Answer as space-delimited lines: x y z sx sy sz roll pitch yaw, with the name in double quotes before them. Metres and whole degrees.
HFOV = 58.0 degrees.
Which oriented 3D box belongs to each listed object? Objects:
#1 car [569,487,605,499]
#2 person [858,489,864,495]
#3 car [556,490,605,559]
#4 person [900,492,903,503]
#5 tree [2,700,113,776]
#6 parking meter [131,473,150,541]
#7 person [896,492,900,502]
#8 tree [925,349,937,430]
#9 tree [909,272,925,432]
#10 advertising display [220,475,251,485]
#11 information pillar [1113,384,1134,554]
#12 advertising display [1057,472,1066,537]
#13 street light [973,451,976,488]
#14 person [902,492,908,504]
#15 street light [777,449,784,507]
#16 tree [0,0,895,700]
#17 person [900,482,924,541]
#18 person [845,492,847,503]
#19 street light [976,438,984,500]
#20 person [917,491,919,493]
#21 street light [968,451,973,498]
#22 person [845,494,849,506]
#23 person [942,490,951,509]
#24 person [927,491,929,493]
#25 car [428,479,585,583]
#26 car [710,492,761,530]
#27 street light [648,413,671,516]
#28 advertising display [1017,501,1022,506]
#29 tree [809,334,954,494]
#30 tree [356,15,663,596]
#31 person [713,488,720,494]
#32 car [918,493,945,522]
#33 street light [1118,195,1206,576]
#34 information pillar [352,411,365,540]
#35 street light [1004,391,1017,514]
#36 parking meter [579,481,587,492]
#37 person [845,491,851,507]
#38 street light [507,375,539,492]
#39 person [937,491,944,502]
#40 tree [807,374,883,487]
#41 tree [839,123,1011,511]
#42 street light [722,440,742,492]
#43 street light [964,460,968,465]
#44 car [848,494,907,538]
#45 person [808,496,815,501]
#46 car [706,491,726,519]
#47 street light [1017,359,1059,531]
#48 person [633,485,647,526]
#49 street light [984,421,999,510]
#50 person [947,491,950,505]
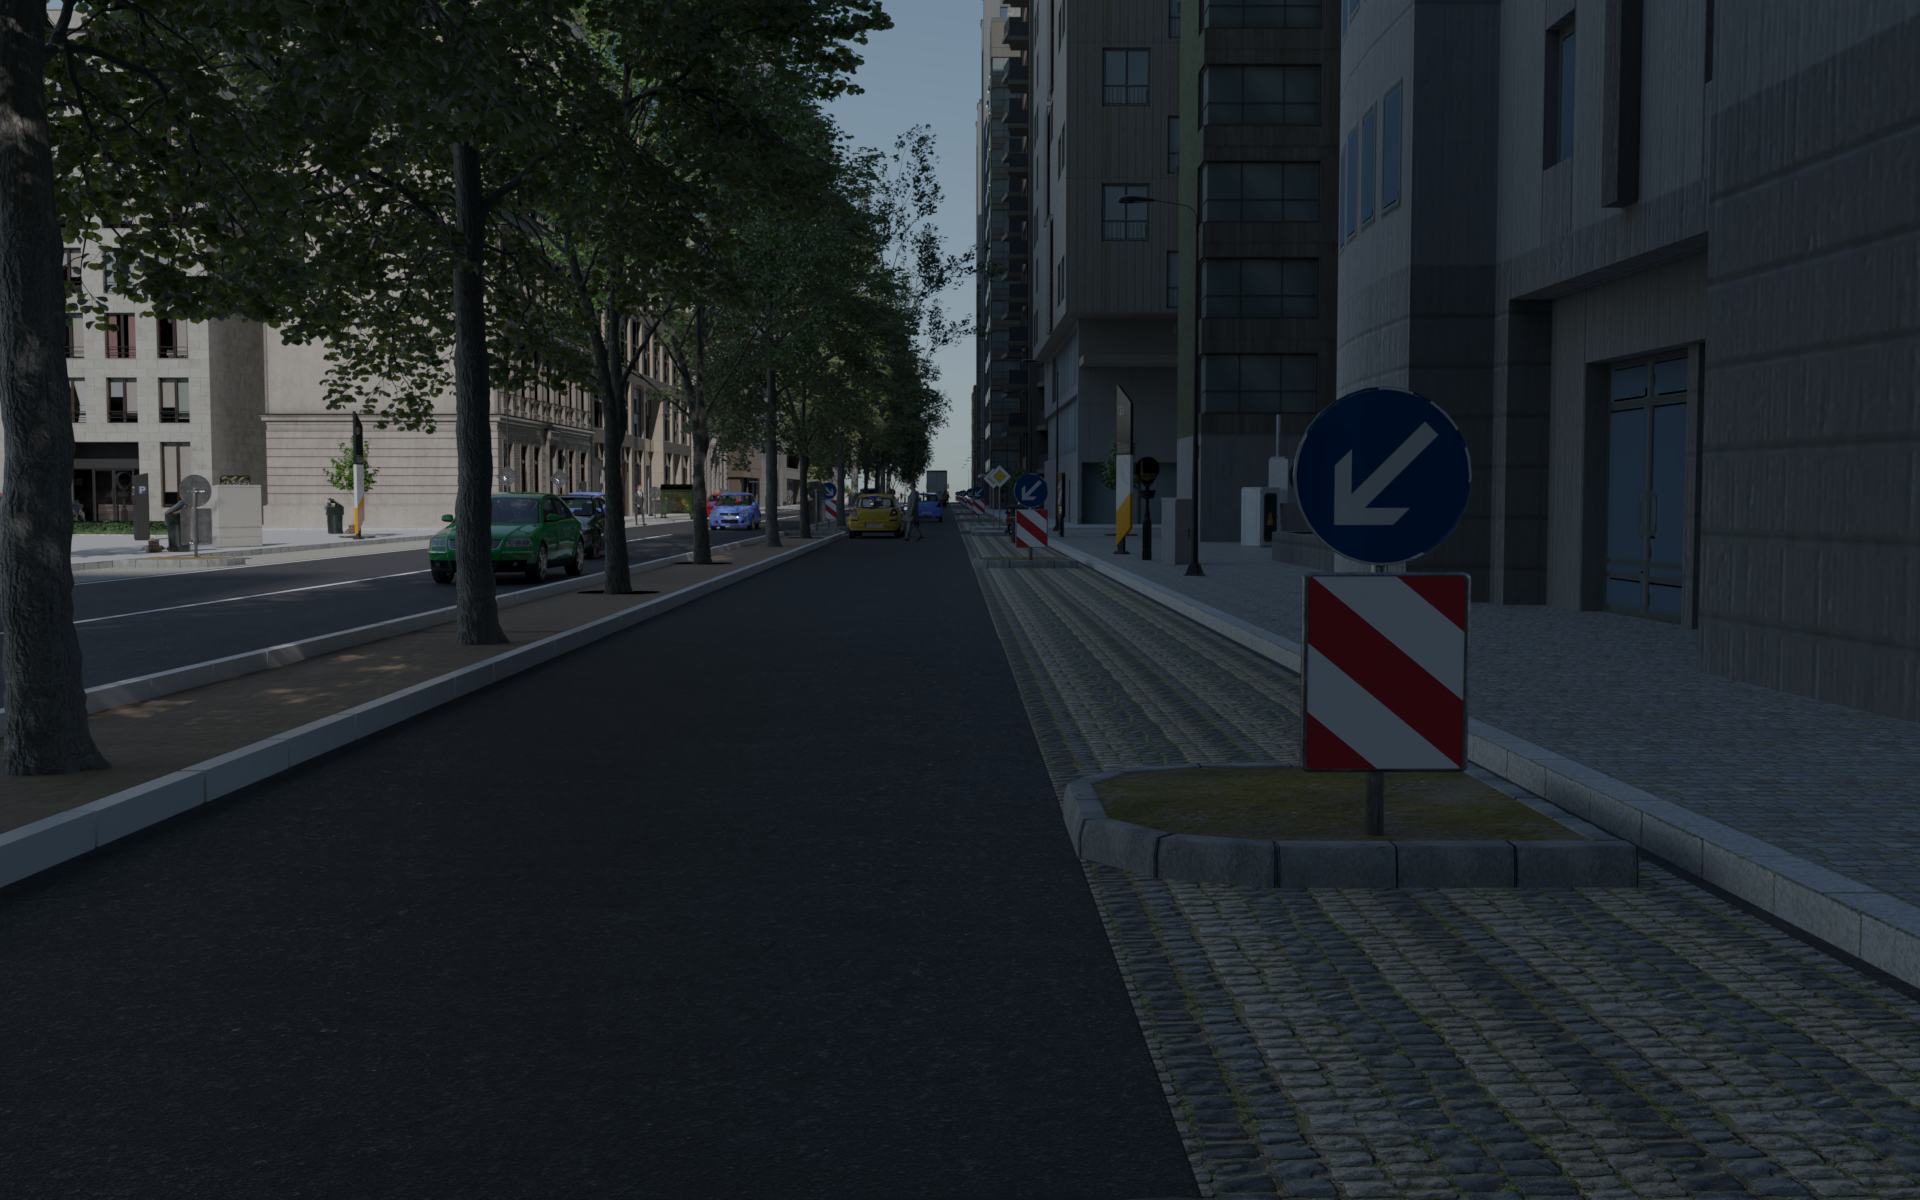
"car" -12.459 -2.930 57.496 1.945 1.707 3.694 0 4 1
"person" -6.968 -6.889 121.257 0.709 1.813 0.853 1 4 9
"car" -8.843 -1.797 39.175 2.009 1.686 4.222 0 4 -2
"person" -9.853 -17.300 291.448 1.348 1.812 0.705 -1 4 -20
"tree" -4.601 -5.356 8.154 7.486 12.596 7.792 0 3 0
"parking meter" -22.642 -2.578 47.855 0.399 1.863 0.255 -3 5 -44
"person" -9.405 -15.667 265.587 0.756 1.711 0.436 -2 4 -30
"tree" -4.865 -9.251 71.837 7.486 12.596 7.792 0 3 0
"tree" -4.962 -7.673 46.034 7.486 12.596 7.792 0 3 0
"advertising display" -24.827 -3.312 59.365 0.974 1.923 0.123 -2 4 -32
"information pillar" 3.494 -2.781 36.827 0.183 3.616 0.504 -2 4 -33
"advertising display" 3.036 -2.852 51.850 0.123 1.923 0.974 0 4 -4
"street light" 2.131 -11.116 154.288 1.470 5.913 1.316 0 4 0
"person" -7.802 -14.540 246.215 0.705 1.826 1.348 3 4 37
"street light" -17.889 -12.458 176.230 1.470 5.913 1.316 0 4 0
"tree" -4.487 -5.819 15.727 7.486 12.596 7.792 0 3 0
"person" -1.484 -2.734 53.300 0.767 1.812 0.694 0 4 -3
"person" -17.312 -15.566 263.666 0.551 1.740 0.621 1 4 19
"street light" 2.265 -10.418 142.877 1.470 5.913 1.316 0 4 0
"person" -4.084 -9.447 163.673 0.721 1.735 1.217 1 4 13
"street light" 1.907 -13.087 186.505 1.470 5.913 1.316 0 4 0
"person" -12.999 -11.906 203.982 1.217 1.723 0.721 -1 4 -20
"person" -1.492 -9.903 170.502 1.348 1.812 0.705 -1 4 -17
"person" -3.105 -9.875 170.500 0.434 1.755 0.990 1 4 21
"car" -7.596 -1.253 29.286 1.959 1.807 4.718 0 4 0
"car" -9.010 -3.667 69.553 1.945 1.707 3.694 0 4 0
"street light" -17.312 -7.789 99.889 1.470 5.913 1.316 0 4 0
"advertising display" 2.724 -4.531 79.293 0.123 1.923 0.974 0 4 -3
"tree" -5.198 -11.589 108.952 9.611 12.733 9.660 0 3 0
"tree" -5.003 -5.892 24.542 9.928 11.665 9.643 0 3 0
"person" -15.915 -6.413 113.319 0.580 1.828 0.573 1 4 14
"car" -1.738 -4.872 89.250 1.945 1.707 3.694 0 4 -1
"street light" 3.149 -3.336 27.077 1.470 5.913 1.316 0 4 0
"information pillar" -16.990 -3.521 48.926 0.183 3.616 0.504 0 4 5
"street light" 2.657 -6.447 77.947 1.470 5.913 1.316 0 4 0
"parking meter" -17.402 -4.540 79.938 0.255 1.863 0.399 -2 4 -33
"person" -12.443 -11.456 195.822 1.348 1.821 0.705 3 5 44
"street light" -17.115 -5.818 67.673 1.470 5.913 1.316 0 4 0
"person" -1.775 -8.463 147.803 0.756 1.711 0.436 0 4 -3
"tree" -5.366 -7.666 78.153 4.737 8.622 4.395 0 3 0
"tree" -4.176 -14.018 87.532 12.611 20.169 13.585 0 3 0
"street light" -17.577 -9.759 132.105 1.470 5.913 1.316 0 4 0
"street light" 1.608 -15.068 218.903 1.470 5.913 1.316 0 4 0
"car" -2.727 -2.890 57.480 2.015 1.641 3.980 0 4 1
"person" -12.331 -8.307 145.028 1.217 1.736 0.721 -1 4 -10
"car" -13.034 -5.248 94.837 2.155 1.783 4.494 0 3 0
"street light" 2.814 -5.333 59.731 1.470 5.913 1.316 0 4 0
"person" -14.492 -4.297 78.534 0.659 1.850 0.755 -3 5 -40
"street light" 2.465 -8.417 110.163 1.470 5.913 1.316 0 4 0
"person" -1.643 -13.712 232.627 0.705 1.831 1.348 -1 4 -21
